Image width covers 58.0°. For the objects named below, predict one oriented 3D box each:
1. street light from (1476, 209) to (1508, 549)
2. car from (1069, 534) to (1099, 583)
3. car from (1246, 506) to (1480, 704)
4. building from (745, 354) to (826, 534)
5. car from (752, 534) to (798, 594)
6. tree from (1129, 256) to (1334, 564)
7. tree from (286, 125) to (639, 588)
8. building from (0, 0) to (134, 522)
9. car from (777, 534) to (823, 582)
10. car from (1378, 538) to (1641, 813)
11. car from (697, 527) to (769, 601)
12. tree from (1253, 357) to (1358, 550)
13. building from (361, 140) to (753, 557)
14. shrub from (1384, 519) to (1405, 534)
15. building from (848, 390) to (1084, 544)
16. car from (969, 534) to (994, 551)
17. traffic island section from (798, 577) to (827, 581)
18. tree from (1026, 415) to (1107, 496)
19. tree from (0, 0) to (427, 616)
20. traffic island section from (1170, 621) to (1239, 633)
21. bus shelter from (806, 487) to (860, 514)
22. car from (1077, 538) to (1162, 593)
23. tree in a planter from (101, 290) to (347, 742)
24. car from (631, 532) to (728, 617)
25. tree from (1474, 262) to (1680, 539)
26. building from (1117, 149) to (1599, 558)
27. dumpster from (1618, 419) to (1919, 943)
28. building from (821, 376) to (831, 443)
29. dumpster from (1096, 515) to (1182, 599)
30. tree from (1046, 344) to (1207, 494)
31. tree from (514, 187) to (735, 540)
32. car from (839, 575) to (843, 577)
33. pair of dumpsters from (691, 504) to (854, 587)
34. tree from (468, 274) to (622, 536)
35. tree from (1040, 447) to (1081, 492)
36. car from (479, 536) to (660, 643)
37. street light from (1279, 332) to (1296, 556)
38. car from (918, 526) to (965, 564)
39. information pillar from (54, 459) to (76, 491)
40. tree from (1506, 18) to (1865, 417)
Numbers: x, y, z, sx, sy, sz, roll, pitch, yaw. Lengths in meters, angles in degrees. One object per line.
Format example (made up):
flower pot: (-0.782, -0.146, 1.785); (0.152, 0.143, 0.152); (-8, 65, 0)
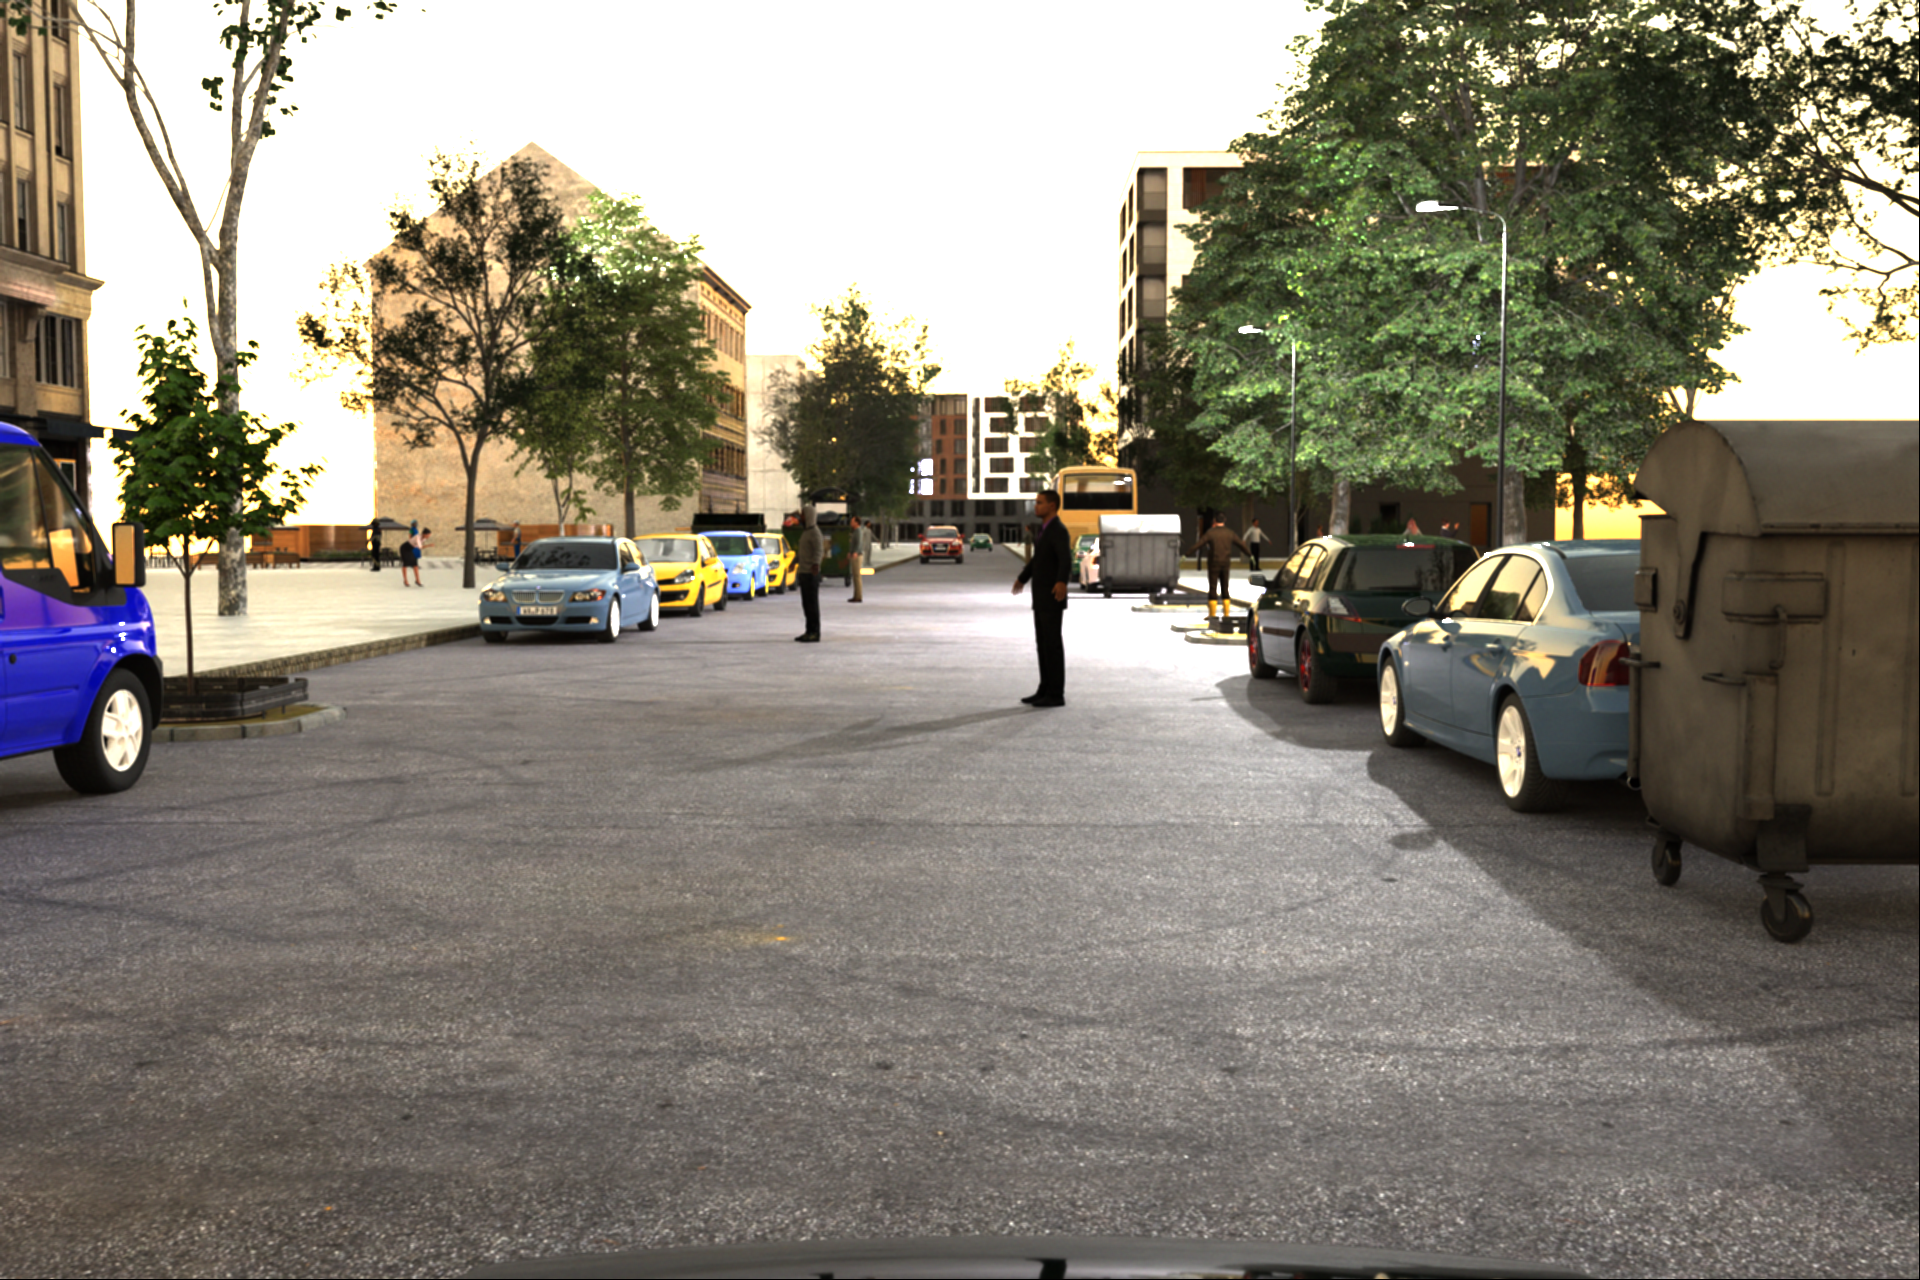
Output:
street light: (8.148, -3.164, 24.273); (1.470, 5.913, 1.316); (0, 4, 1)
car: (4.155, -2.491, 52.528); (2.131, 1.459, 4.920); (0, 3, 0)
car: (3.755, -0.379, 15.983); (2.009, 1.686, 4.222); (0, 3, 0)
building: (-24.051, -19.548, 186.061); (16.747, 18.905, 31.486); (0, 4, 1)
car: (-4.992, -1.975, 42.508); (2.015, 1.641, 3.980); (0, 4, 1)
tree: (12.448, -10.309, 75.211); (9.857, 13.997, 8.962); (0, 3, 0)
tree: (-11.646, -6.486, 40.453); (8.767, 10.594, 7.601); (0, 4, -5)
building: (-31.544, -18.348, 46.104); (12.429, 33.558, 17.177); (0, 4, 1)
car: (-4.955, -2.472, 50.198); (2.009, 1.686, 4.222); (0, 4, 1)
car: (3.728, 0.111, 10.183); (2.014, 1.417, 4.499); (0, 4, 1)
car: (-5.268, -1.764, 38.427); (1.945, 1.707, 3.694); (0, 4, 1)
tree: (12.562, -7.008, 64.940); (4.360, 8.622, 3.978); (0, 3, 0)
building: (-23.657, -16.840, 106.257); (19.493, 23.208, 18.063); (0, 4, 1)
shrub: (20.297, -4.667, 80.730); (1.690, 2.028, 1.600); (0, 3, 0)
building: (1.309, -25.283, 259.807); (32.646, 21.610, 27.936); (1, 4, 10)
car: (1.782, -8.189, 145.691); (2.131, 1.459, 4.920); (0, 4, 0)
traffic island section: (-5.134, -1.867, 53.389); (1.991, 0.108, 1.994); (0, 4, 1)
tree: (9.379, -13.869, 152.520); (9.928, 11.665, 9.643); (0, 3, 0)
tree: (-12.895, -10.480, 27.231); (12.611, 20.169, 13.585); (0, 3, 0)
traffic island section: (4.156, -0.173, 25.700); (1.991, 0.108, 1.994); (0, 4, 1)
bus shelter: (-5.586, -5.074, 76.885); (2.014, 3.302, 5.546); (0, 3, 0)
car: (4.019, -1.908, 43.563); (2.083, 1.381, 4.827); (0, 4, 1)
tree in a planter: (-5.754, -0.956, 12.855); (1.991, 3.239, 1.994); (0, 4, 1)
car: (-5.277, -1.281, 31.164); (2.015, 1.641, 3.980); (0, 4, 1)
tree: (28.139, -10.534, 78.893); (9.857, 13.997, 8.962); (0, 3, 0)
building: (23.669, -16.193, 108.732); (27.936, 21.610, 32.646); (0, 4, 1)
dumpster: (3.593, 0.103, 6.532); (1.865, 1.857, 1.264); (0, 4, 0)
building: (-21.470, -21.505, 208.018); (16.016, 20.090, 11.380); (0, 4, 1)
dumpster: (4.011, -1.879, 38.934); (1.865, 1.857, 1.264); (0, 4, 1)
tree: (8.354, -9.279, 86.129); (8.767, 10.594, 7.601); (1, 4, 10)
tree: (-11.346, -8.531, 57.609); (7.486, 12.596, 7.792); (0, 3, 0)
car: (-4.632, -3.057, 58.786); (1.959, 1.807, 4.718); (0, 4, 1)
pair of dumpsters: (-5.081, -2.587, 47.242); (4.436, 2.255, 1.574); (0, 4, 1)
tree: (-11.294, -5.990, 48.303); (4.737, 8.622, 4.395); (0, 3, 0)
tree: (8.699, -11.498, 138.360); (4.360, 8.622, 3.978); (0, 3, 0)
car: (-5.396, -0.759, 24.417); (2.014, 1.417, 4.499); (0, 4, 1)
street light: (8.014, -4.054, 38.823); (1.470, 5.913, 1.316); (0, 4, 1)
car: (-0.882, -4.679, 85.181); (2.281, 1.827, 5.304); (0, 4, 1)
information pillar: (-8.923, -0.770, 17.085); (0.304, 2.012, 0.304); (0, 4, 2)
tree: (25.938, -12.796, 65.107); (12.611, 20.169, 13.585); (0, 3, 0)
